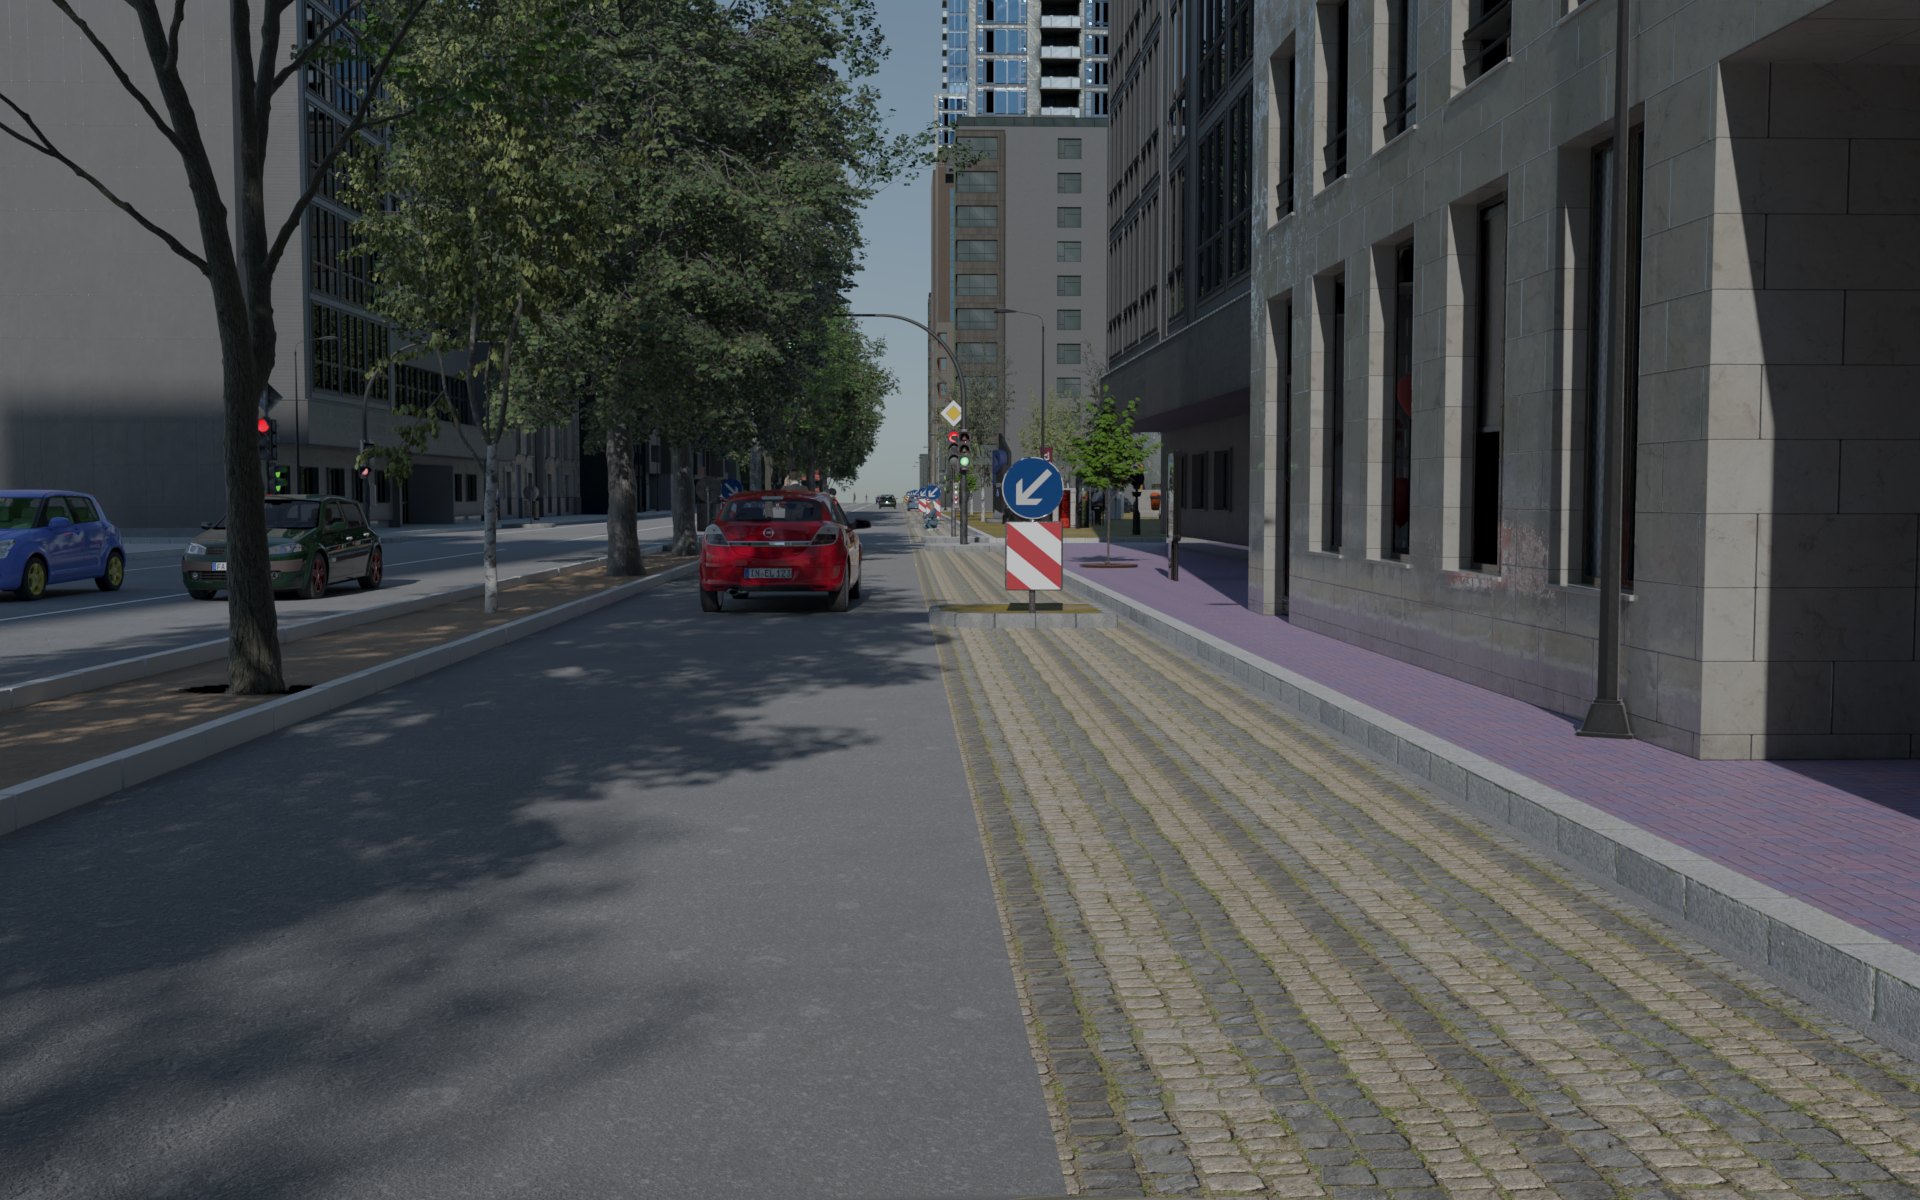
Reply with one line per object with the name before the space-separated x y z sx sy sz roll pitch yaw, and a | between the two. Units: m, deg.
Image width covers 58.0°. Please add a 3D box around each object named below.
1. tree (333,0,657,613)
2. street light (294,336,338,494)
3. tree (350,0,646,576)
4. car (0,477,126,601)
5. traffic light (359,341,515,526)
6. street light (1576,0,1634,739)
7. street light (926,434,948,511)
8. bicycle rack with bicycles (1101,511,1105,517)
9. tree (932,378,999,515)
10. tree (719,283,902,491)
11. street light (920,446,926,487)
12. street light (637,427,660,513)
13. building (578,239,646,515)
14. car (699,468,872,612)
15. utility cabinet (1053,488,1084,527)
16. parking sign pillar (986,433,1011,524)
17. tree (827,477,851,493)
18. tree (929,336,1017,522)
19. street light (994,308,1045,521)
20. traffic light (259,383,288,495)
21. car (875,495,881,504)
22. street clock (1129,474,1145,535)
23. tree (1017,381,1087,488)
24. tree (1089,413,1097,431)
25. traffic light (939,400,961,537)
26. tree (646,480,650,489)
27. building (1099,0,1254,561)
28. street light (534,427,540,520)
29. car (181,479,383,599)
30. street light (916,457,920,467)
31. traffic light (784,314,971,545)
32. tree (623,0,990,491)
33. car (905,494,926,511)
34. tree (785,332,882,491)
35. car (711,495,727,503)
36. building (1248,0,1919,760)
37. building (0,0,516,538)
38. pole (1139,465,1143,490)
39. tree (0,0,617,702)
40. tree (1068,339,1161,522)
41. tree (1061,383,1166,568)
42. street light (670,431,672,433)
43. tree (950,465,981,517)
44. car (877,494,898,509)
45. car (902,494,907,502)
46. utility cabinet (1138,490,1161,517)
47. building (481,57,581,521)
tree | -5.664 -4.154 20.738 4.737 8.622 4.395 0 3 0
street light | -18.998 -4.804 51.083 1.470 5.913 1.316 0 4 -2
tree | -5.847 -7.382 29.808 9.857 13.997 8.962 0 3 0
car | -13.263 -0.899 24.289 1.945 1.707 3.694 0 4 -2
traffic light | -15.474 -4.690 51.351 4.771 5.953 1.251 0 4 -2
street light | 2.907 -2.232 9.037 1.470 5.913 1.316 0 4 -2
street light | -1.678 -9.907 134.519 1.470 5.913 1.316 0 4 -2
bicycle rack with bicycles | 7.032 -4.986 94.900 2.852 0.926 2.925 -2 4 -35
tree | 0.496 -9.620 107.651 4.737 8.622 4.395 0 3 0
tree | -7.803 -10.404 89.563 9.611 12.733 9.660 0 3 0
street light | -2.898 -12.012 168.932 1.470 5.913 1.316 0 4 -2
street light | -21.468 -8.949 118.855 1.470 5.913 1.316 0 4 -2
building | -28.171 -17.409 114.320 12.332 23.373 15.834 0 4 -2
car | -2.247 -0.820 22.448 2.155 1.783 4.494 0 3 0
utility cabinet | 4.113 -3.494 65.799 1.173 1.500 0.318 0 4 2
parking sign pillar | 1.844 -5.350 75.946 1.447 3.967 1.447 -1 4 -18
tree | -9.507 -10.539 125.128 4.360 8.622 3.978 0 3 0
tree | 0.859 -7.915 79.773 4.360 8.622 3.978 0 3 0
street light | 1.542 -4.340 43.494 1.470 5.913 1.316 0 4 -2
traffic light | -17.279 -3.324 43.262 0.839 4.253 0.868 0 4 -2
car | -11.325 -14.523 250.024 1.945 1.354 3.894 0 4 -3
street clock | 5.550 -3.049 54.428 0.358 2.002 0.471 -3 5 -39
tree | 5.484 -10.012 114.052 4.737 8.622 4.395 0 3 0
tree | 7.670 -10.395 120.328 4.737 8.622 4.395 0 3 0
traffic light | -0.212 -3.850 51.870 0.839 4.253 0.868 0 4 -2
tree | -23.298 -7.947 124.537 1.663 3.219 1.824 0 3 0
building | 10.924 -14.525 30.991 14.314 27.812 24.014 0 4 -2
street light | -20.263 -6.876 84.968 1.470 5.913 1.316 0 4 -2
car | -9.627 -0.919 24.806 2.009 1.686 4.222 0 4 -2
street light | -4.095 -14.107 203.190 1.470 5.913 1.316 0 4 -2
traffic light | -2.017 -4.221 43.675 4.771 5.953 1.251 0 4 -2
tree | -5.721 -12.197 57.767 12.611 20.169 13.585 0 3 0
car | -3.530 -8.040 143.451 2.014 1.417 4.499 0 4 -3
tree | -8.294 -10.863 98.188 7.486 12.596 7.792 0 3 0
car | -10.365 -4.011 77.577 2.014 1.417 4.499 0 4 -1
building | 8.662 -9.512 10.275 10.420 20.320 16.860 0 4 -2
building | -27.157 -15.045 65.044 14.314 24.678 30.058 0 4 -2
pole | 10.624 -6.599 101.739 0.158 3.312 0.155 0 3 0
tree | -5.177 -5.138 12.226 9.928 11.665 9.643 0 3 0
tree | 6.758 -7.833 78.436 4.360 8.622 3.978 0 3 0
tree | 2.565 -2.194 30.476 1.663 3.219 1.824 0 3 0
street light | -21.760 -9.483 127.590 1.470 5.913 1.316 0 4 -2
tree | 0.116 -6.417 99.525 1.663 3.219 1.824 0 3 0
car | -7.095 -9.768 169.500 2.009 1.686 4.222 0 4 -2
car | -7.918 -15.704 266.982 2.015 1.641 3.980 0 4 -3
utility cabinet | 10.242 -5.237 94.311 0.318 1.500 1.173 -3 5 -41
building | -28.477 -18.107 93.305 12.463 27.353 25.104 0 4 -2
